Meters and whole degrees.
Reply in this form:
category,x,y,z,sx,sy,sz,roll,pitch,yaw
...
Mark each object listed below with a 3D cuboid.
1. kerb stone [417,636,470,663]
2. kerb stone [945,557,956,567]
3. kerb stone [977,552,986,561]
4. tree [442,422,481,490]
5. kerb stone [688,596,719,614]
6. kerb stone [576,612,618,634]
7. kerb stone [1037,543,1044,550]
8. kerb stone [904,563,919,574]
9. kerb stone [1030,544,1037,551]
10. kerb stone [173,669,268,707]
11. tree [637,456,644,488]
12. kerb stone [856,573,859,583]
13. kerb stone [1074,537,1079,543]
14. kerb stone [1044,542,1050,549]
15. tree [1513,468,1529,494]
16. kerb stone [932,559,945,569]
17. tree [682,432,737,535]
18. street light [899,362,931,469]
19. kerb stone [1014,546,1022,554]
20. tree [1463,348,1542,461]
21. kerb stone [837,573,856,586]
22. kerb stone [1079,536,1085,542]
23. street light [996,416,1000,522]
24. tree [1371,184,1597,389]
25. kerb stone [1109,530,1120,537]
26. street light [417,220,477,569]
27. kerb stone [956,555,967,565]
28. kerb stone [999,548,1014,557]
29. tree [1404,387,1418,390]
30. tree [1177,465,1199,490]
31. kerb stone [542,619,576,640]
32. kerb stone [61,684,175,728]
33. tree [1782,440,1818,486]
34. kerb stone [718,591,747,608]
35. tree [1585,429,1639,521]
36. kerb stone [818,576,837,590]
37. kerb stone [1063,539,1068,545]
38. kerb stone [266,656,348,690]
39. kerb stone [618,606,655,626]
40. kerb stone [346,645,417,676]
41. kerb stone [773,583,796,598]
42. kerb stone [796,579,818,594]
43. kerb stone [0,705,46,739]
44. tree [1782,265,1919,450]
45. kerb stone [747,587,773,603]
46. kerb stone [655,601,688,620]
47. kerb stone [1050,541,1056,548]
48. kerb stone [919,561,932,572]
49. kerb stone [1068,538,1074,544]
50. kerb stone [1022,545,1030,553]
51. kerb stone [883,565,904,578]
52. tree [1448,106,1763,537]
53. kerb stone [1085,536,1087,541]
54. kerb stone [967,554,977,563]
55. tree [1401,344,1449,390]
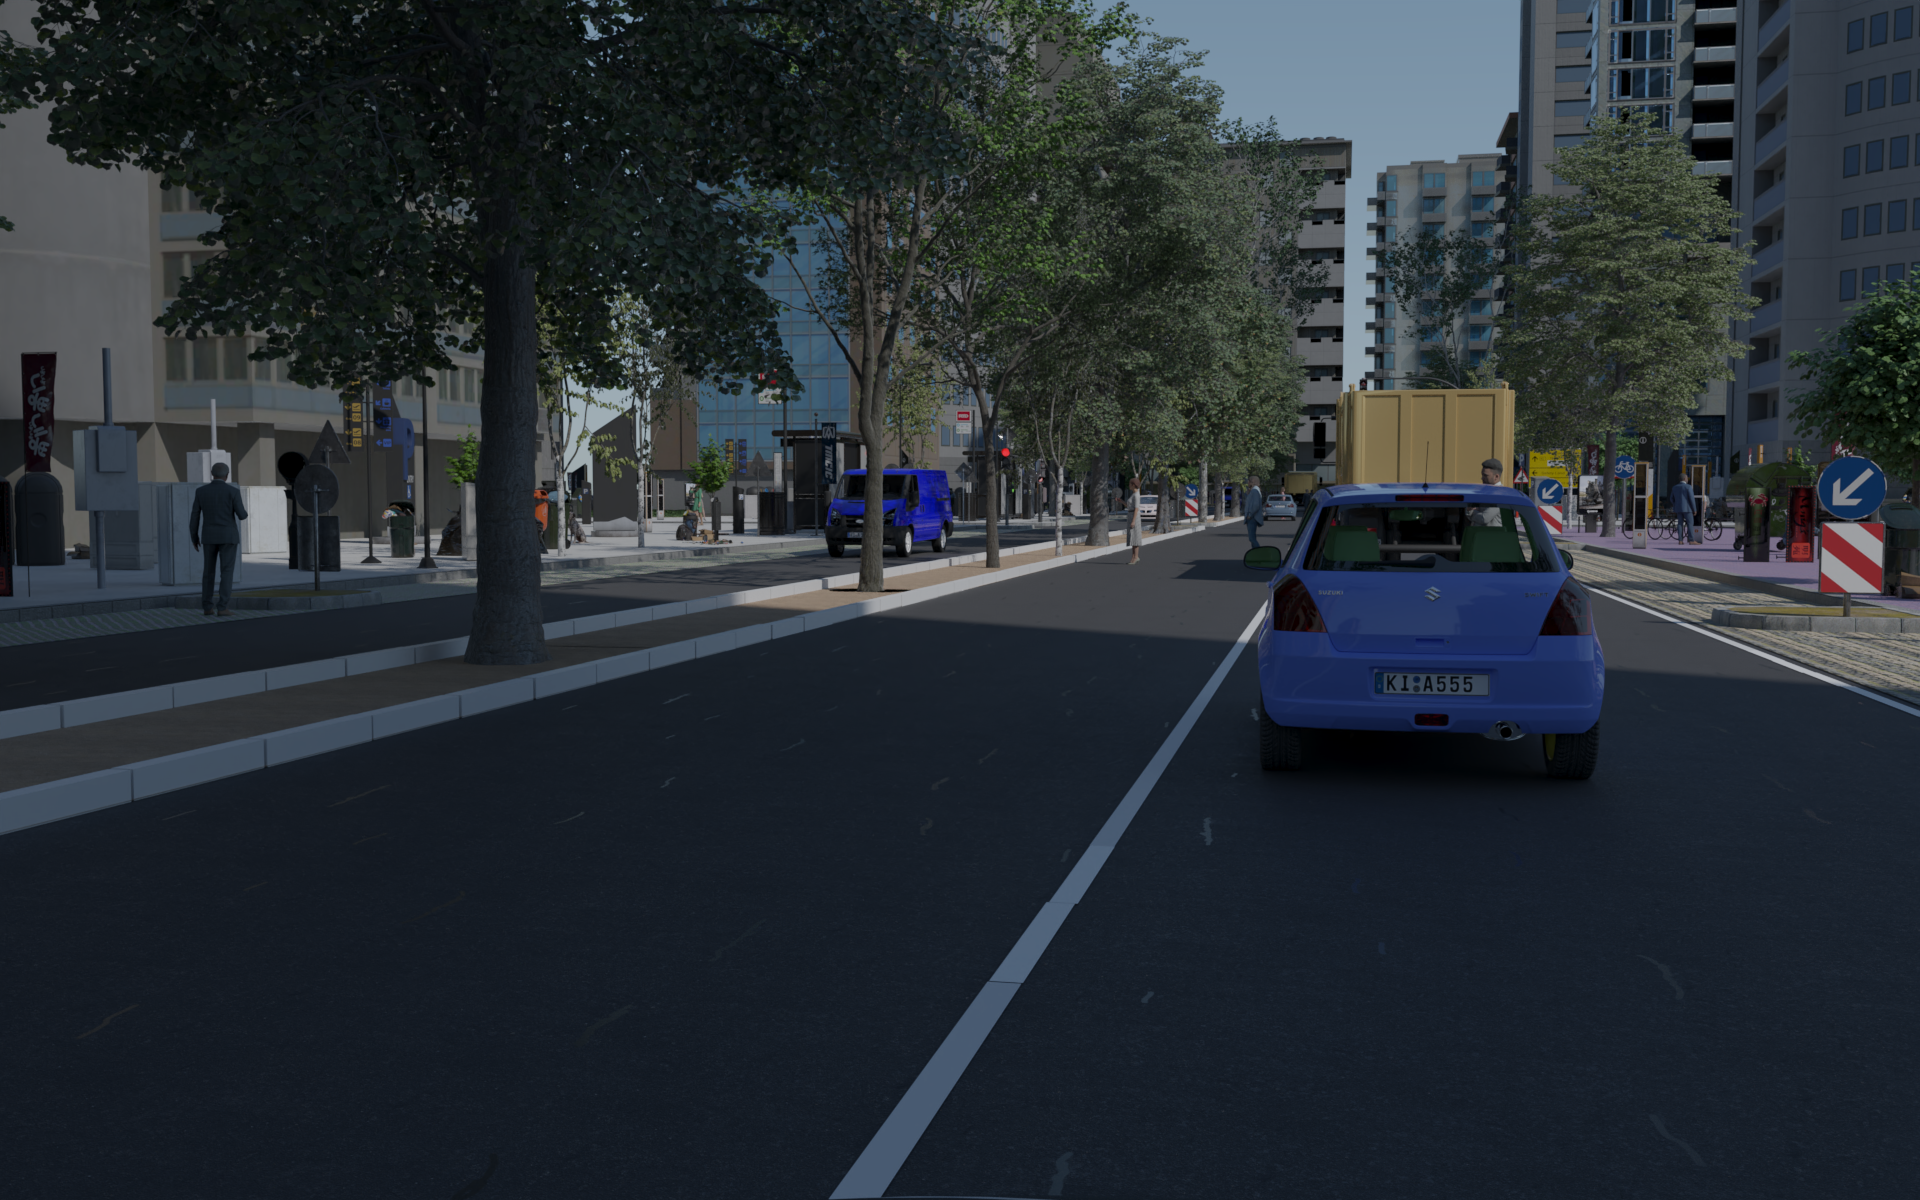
category,x,y,z,sx,sy,sz,roll,pitch,yaw
kerb stone,-4.519,0.441,15.043,0.120,0.150,1.000,1,4,12
kerb stone,-0.297,-0.727,34.074,0.120,0.150,1.000,1,4,12
kerb stone,0.362,-0.906,37.074,0.120,0.150,1.000,1,4,12
tree,-13.326,-3.213,47.139,1.663,3.219,1.824,0,3,0
kerb stone,-3.191,0.076,21.045,0.120,0.150,1.000,1,4,12
kerb stone,-3.855,0.254,18.043,0.120,0.150,1.000,1,4,12
kerb stone,1.919,-1.338,44.072,0.120,0.150,1.000,1,4,12
kerb stone,-0.968,-0.542,31.058,0.120,0.150,1.000,1,4,12
kerb stone,1.695,-1.277,43.075,0.120,0.150,1.000,1,4,12
kerb stone,-5.188,0.621,12.041,0.120,0.150,1.000,1,4,12
tree,-23.017,-8.239,118.413,4.285,4.588,4.351,0,3,0
kerb stone,-1.638,-0.359,28.059,0.120,0.150,1.000,1,4,12
kerb stone,3.241,-1.697,50.064,0.120,0.150,1.000,1,4,12
kerb stone,2.135,-1.396,45.071,0.120,0.150,1.000,1,4,12
tree,37.650,-7.431,116.096,1.663,3.219,1.824,0,3,0
kerb stone,-0.514,-0.661,33.076,0.120,0.150,1.000,1,4,12
tree,-7.904,-3.650,54.284,1.663,3.219,1.824,0,3,0
street light,-1.589,-5.432,61.347,1.470,5.913,1.316,1,4,12
kerb stone,1.249,-1.155,41.075,0.120,0.150,1.000,1,4,12
tree,27.435,-8.435,88.276,4.737,8.622,4.395,0,3,0
kerb stone,-1.861,-0.297,27.049,0.120,0.150,1.000,1,4,12
kerb stone,3.471,-1.758,51.059,0.120,0.150,1.000,1,4,12
street light,2.219,-6.508,78.944,1.470,5.913,1.316,1,4,12
tree,32.202,-15.347,106.810,12.611,20.169,13.585,0,3,0
kerb stone,5.248,-2.256,59.079,0.120,0.150,1.000,1,4,12
street light,-8.685,-3.494,29.662,1.470,5.913,1.316,1,4,12
kerb stone,-0.069,-0.787,35.071,0.120,0.150,1.000,1,4,12
kerb stone,1.029,-1.094,40.077,0.120,0.150,1.000,1,4,12
tree,48.034,-16.243,182.577,9.611,12.733,9.660,0,3,0
tree,24.391,-12.180,182.852,4.285,4.588,4.351,0,3,0
kerb stone,-4.078,0.318,17.046,0.120,0.150,1.000,1,4,12
kerb stone,-5.403,0.682,11.042,0.120,0.150,1.000,1,4,12
tree,29.903,-4.112,61.827,1.663,3.219,1.824,0,3,0
kerb stone,-2.972,0.009,22.043,0.120,0.150,1.000,1,4,12
tree,31.605,-6.087,83.240,4.285,4.588,4.351,0,3,0
kerb stone,-2.086,-0.235,26.046,0.120,0.150,1.000,1,4,12
kerb stone,2.802,-1.582,48.066,0.120,0.150,1.000,1,4,12
kerb stone,-4.968,0.564,13.044,0.120,0.150,1.000,1,4,12
kerb stone,-3.636,0.193,19.042,0.120,0.150,1.000,1,4,12
kerb stone,-4.741,0.498,14.046,0.120,0.150,1.000,1,4,12
kerb stone,-2.520,-0.112,24.047,0.120,0.150,1.000,1,4,12
kerb stone,-2.297,-0.174,25.045,0.120,0.150,1.000,1,4,12
kerb stone,-5.633,0.743,10.046,0.120,0.150,1.000,1,4,12
tree,13.350,-2.466,24.028,4.285,4.588,4.351,0,3,0
kerb stone,-2.743,-0.052,23.050,0.120,0.150,1.000,1,4,12
kerb stone,-3.416,0.133,20.043,0.120,0.150,1.000,1,4,12
kerb stone,2.358,-1.460,46.069,0.120,0.150,1.000,1,4,12
kerb stone,-0.745,-0.604,32.065,0.120,0.150,1.000,1,4,12
kerb stone,3.030,-1.643,49.063,0.120,0.150,1.000,1,4,12
kerb stone,1.479,-1.216,42.071,0.120,0.150,1.000,1,4,12
kerb stone,-1.193,-0.480,30.055,0.120,0.150,1.000,1,4,12
tree,19.722,-8.133,51.105,7.486,12.596,7.792,0,3,0
kerb stone,3.689,-1.827,52.061,0.120,0.150,1.000,1,4,12
kerb stone,0.146,-0.849,36.070,0.120,0.150,1.000,1,4,12
tree,36.705,-13.041,131.342,7.486,12.596,7.792,0,3,0
